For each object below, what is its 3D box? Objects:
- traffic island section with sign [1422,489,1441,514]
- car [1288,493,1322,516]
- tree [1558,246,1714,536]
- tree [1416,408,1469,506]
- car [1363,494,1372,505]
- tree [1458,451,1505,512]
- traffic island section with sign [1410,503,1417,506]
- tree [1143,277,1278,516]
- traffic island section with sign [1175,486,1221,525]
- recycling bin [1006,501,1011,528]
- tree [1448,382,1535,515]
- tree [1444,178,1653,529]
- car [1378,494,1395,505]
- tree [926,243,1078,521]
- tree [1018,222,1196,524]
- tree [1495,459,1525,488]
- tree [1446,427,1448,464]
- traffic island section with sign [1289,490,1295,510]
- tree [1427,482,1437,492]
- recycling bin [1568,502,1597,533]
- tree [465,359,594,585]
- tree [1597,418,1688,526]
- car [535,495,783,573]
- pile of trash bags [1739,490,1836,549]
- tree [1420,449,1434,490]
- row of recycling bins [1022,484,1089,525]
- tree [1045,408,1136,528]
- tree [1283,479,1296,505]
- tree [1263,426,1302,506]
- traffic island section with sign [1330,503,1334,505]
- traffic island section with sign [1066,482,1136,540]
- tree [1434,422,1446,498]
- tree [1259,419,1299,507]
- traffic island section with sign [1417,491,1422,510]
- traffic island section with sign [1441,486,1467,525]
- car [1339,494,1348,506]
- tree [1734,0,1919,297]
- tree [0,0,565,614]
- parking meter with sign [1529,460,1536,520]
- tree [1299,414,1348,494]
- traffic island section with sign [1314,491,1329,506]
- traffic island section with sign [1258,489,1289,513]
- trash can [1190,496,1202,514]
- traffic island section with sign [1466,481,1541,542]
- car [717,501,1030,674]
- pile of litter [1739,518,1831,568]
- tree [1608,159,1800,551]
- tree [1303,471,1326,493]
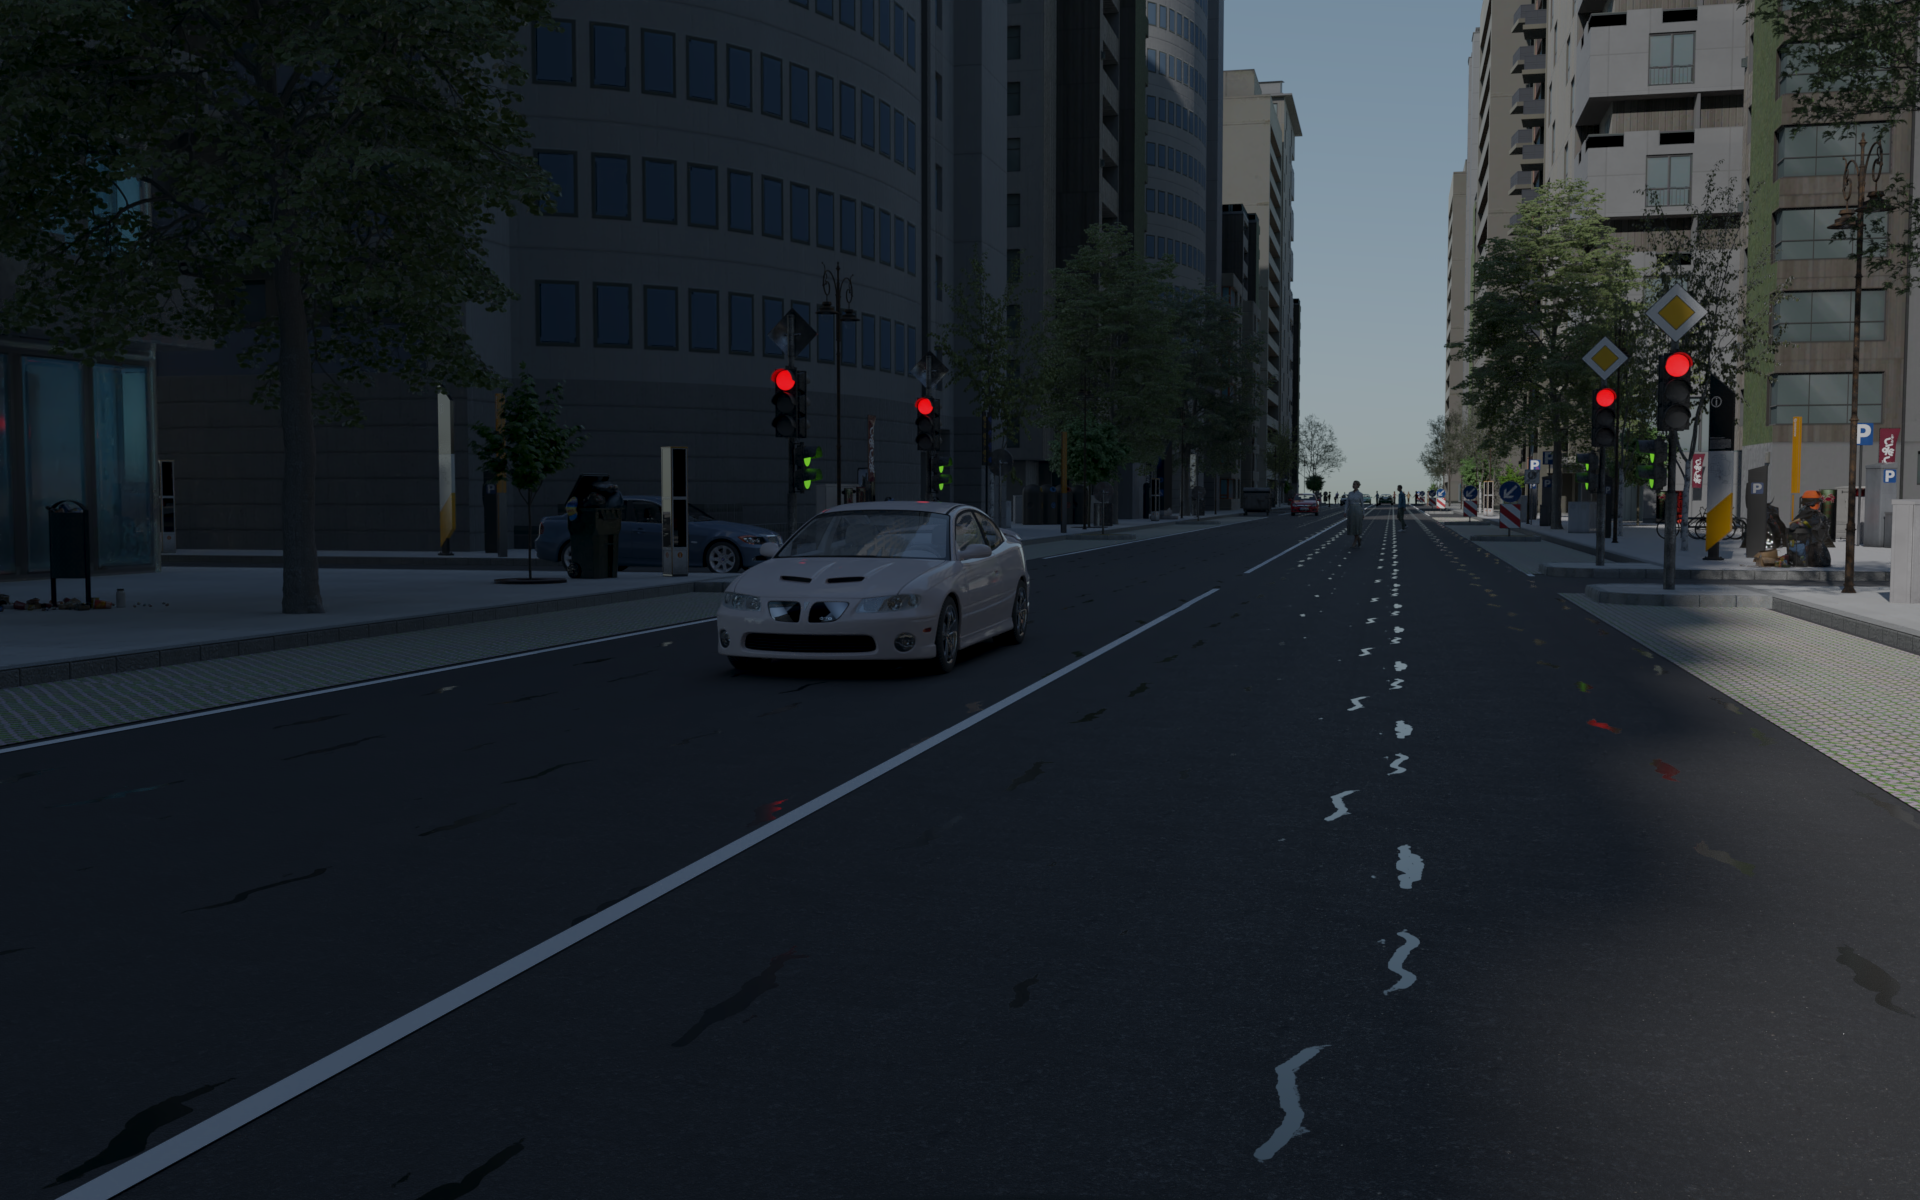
[{"bbox_3d":[35.117,-7.235,126.925,1.989,1.847,2.006,1,4,14],"label":"traffic island section with sign"},{"bbox_3d":[22.949,-6.492,115.189,2.155,1.783,4.494,1,4,12],"label":"car"},{"bbox_3d":[20.275,-6.233,52.280,4.737,8.622,4.395,0,3,0],"label":"tree"},{"bbox_3d":[53.217,-15.462,187.223,8.767,10.594,7.601,3,5,45],"label":"tree"},{"bbox_3d":[55.590,-13.835,237.994,2.131,1.459,4.920,1,4,14],"label":"car"},{"bbox_3d":[37.699,-8.660,125.303,4.285,4.588,4.351,0,3,0],"label":"tree"},{"bbox_3d":[55.204,-12.150,207.271,1.989,1.847,2.006,1,4,14],"label":"traffic island section with sign"},{"bbox_3d":[13.336,-11.915,101.468,9.857,13.997,8.962,0,3,0],"label":"tree"},{"bbox_3d":[11.260,-4.466,81.640,1.989,1.847,2.006,1,4,14],"label":"traffic island section with sign"},{"bbox_3d":[1.447,-3.214,65.099,0.722,1.027,0.722,-2,4,-32],"label":"recycling bin"},{"bbox_3d":[33.278,-9.622,107.683,4.360,8.622,3.978,0,3,0],"label":"tree"},{"bbox_3d":[21.441,-8.862,63.018,7.486,12.596,7.792,0,3,0],"label":"tree"},{"bbox_3d":[54.633,-12.863,222.114,2.131,1.459,4.920,1,4,16],"label":"car"},{"bbox_3d":[1.185,-6.189,51.557,4.737,8.622,4.395,0,3,0],"label":"tree"},{"bbox_3d":[6.289,-9.490,73.286,7.486,12.596,7.792,0,3,0],"label":"tree"},{"bbox_3d":[30.107,-6.141,95.012,1.663,3.219,1.824,0,3,0],"label":"tree"},{"bbox_3d":[34.913,-10.123,115.871,4.360,8.622,3.978,0,3,0],"label":"tree"},{"bbox_3d":[30.135,-9.085,157.172,1.989,1.847,2.006,1,4,14],"label":"traffic island section with sign"},{"bbox_3d":[67.521,-15.467,247.480,1.663,3.219,1.824,0,3,0],"label":"tree"},{"bbox_3d":[20.478,-2.716,56.962,0.722,1.027,0.722,3,5,42],"label":"recycling bin"},{"bbox_3d":[-6.353,-1.859,24.989,1.663,3.219,1.824,0,3,0],"label":"tree"},{"bbox_3d":[27.532,-5.276,69.980,4.285,4.588,4.351,0,3,0],"label":"tree"},{"bbox_3d":[-5.353,-1.168,31.095,4.499,1.417,2.014,1,4,14],"label":"car"},{"bbox_3d":[20.186,-1.963,41.850,1.912,1.369,3.447,3,5,39],"label":"pile of trash bags"},{"bbox_3d":[59.372,-16.103,213.646,4.360,8.622,3.978,0,3,0],"label":"tree"},{"bbox_3d":[3.984,-4.017,72.784,3.534,1.692,1.069,-3,5,-42],"label":"row of recycling bins"},{"bbox_3d":[4.962,-5.031,65.963,4.285,4.588,4.351,0,3,0],"label":"tree"},{"bbox_3d":[38.835,-12.900,205.513,1.663,3.219,1.824,0,3,0],"label":"tree"},{"bbox_3d":[33.684,-14.190,182.363,4.737,8.622,4.395,0,3,0],"label":"tree"},{"bbox_3d":[50.182,-13.992,237.392,1.989,1.847,2.006,1,4,14],"label":"traffic island section with sign"},{"bbox_3d":[4.494,-2.808,54.537,1.989,1.847,2.006,1,4,14],"label":"traffic island section with sign"},{"bbox_3d":[39.072,-11.207,133.593,4.360,8.622,3.978,0,3,0],"label":"tree"},{"bbox_3d":[31.681,-13.529,171.566,4.360,8.622,3.978,0,3,0],"label":"tree"},{"bbox_3d":[41.842,-8.881,153.834,1.989,1.847,2.006,1,4,14],"label":"traffic island section with sign"},{"bbox_3d":[23.273,-4.334,79.488,1.989,1.847,2.006,1,4,14],"label":"traffic island section with sign"},{"bbox_3d":[47.169,-12.288,210.694,2.009,1.686,4.222,1,4,15],"label":"car"},{"bbox_3d":[10.622,-4.898,14.495,8.767,10.594,7.601,2,4,28],"label":"tree"},{"bbox_3d":[-7.278,-6.106,17.965,7.486,12.596,7.792,0,3,0],"label":"tree"},{"bbox_3d":[28.904,-5.575,87.412,0.543,3.016,1.738,2,4,23],"label":"parking meter with sign"},{"bbox_3d":[53.426,-21.509,262.034,12.009,13.543,11.850,0,3,0],"label":"tree"},{"bbox_3d":[43.561,-12.373,210.923,1.989,1.847,2.006,1,4,14],"label":"traffic island section with sign"},{"bbox_3d":[23.534,-7.467,130.714,1.989,1.847,2.006,1,4,14],"label":"traffic island section with sign"},{"bbox_3d":[14.442,-5.758,105.797,0.748,1.137,0.748,0,3,0],"label":"trash can"},{"bbox_3d":[16.609,-2.702,52.812,1.989,1.847,2.006,1,4,14],"label":"traffic island section with sign"},{"bbox_3d":[-0.613,-0.191,15.481,2.083,1.381,4.827,1,4,14],"label":"car"},{"bbox_3d":[14.608,-1.018,30.610,1.719,0.858,1.176,0,4,3],"label":"pile of litter"},{"bbox_3d":[16.639,-5.437,39.265,4.360,8.622,3.978,0,3,0],"label":"tree"},{"bbox_3d":[51.519,-16.372,251.392,4.285,4.588,4.351,0,3,0],"label":"tree"}]
